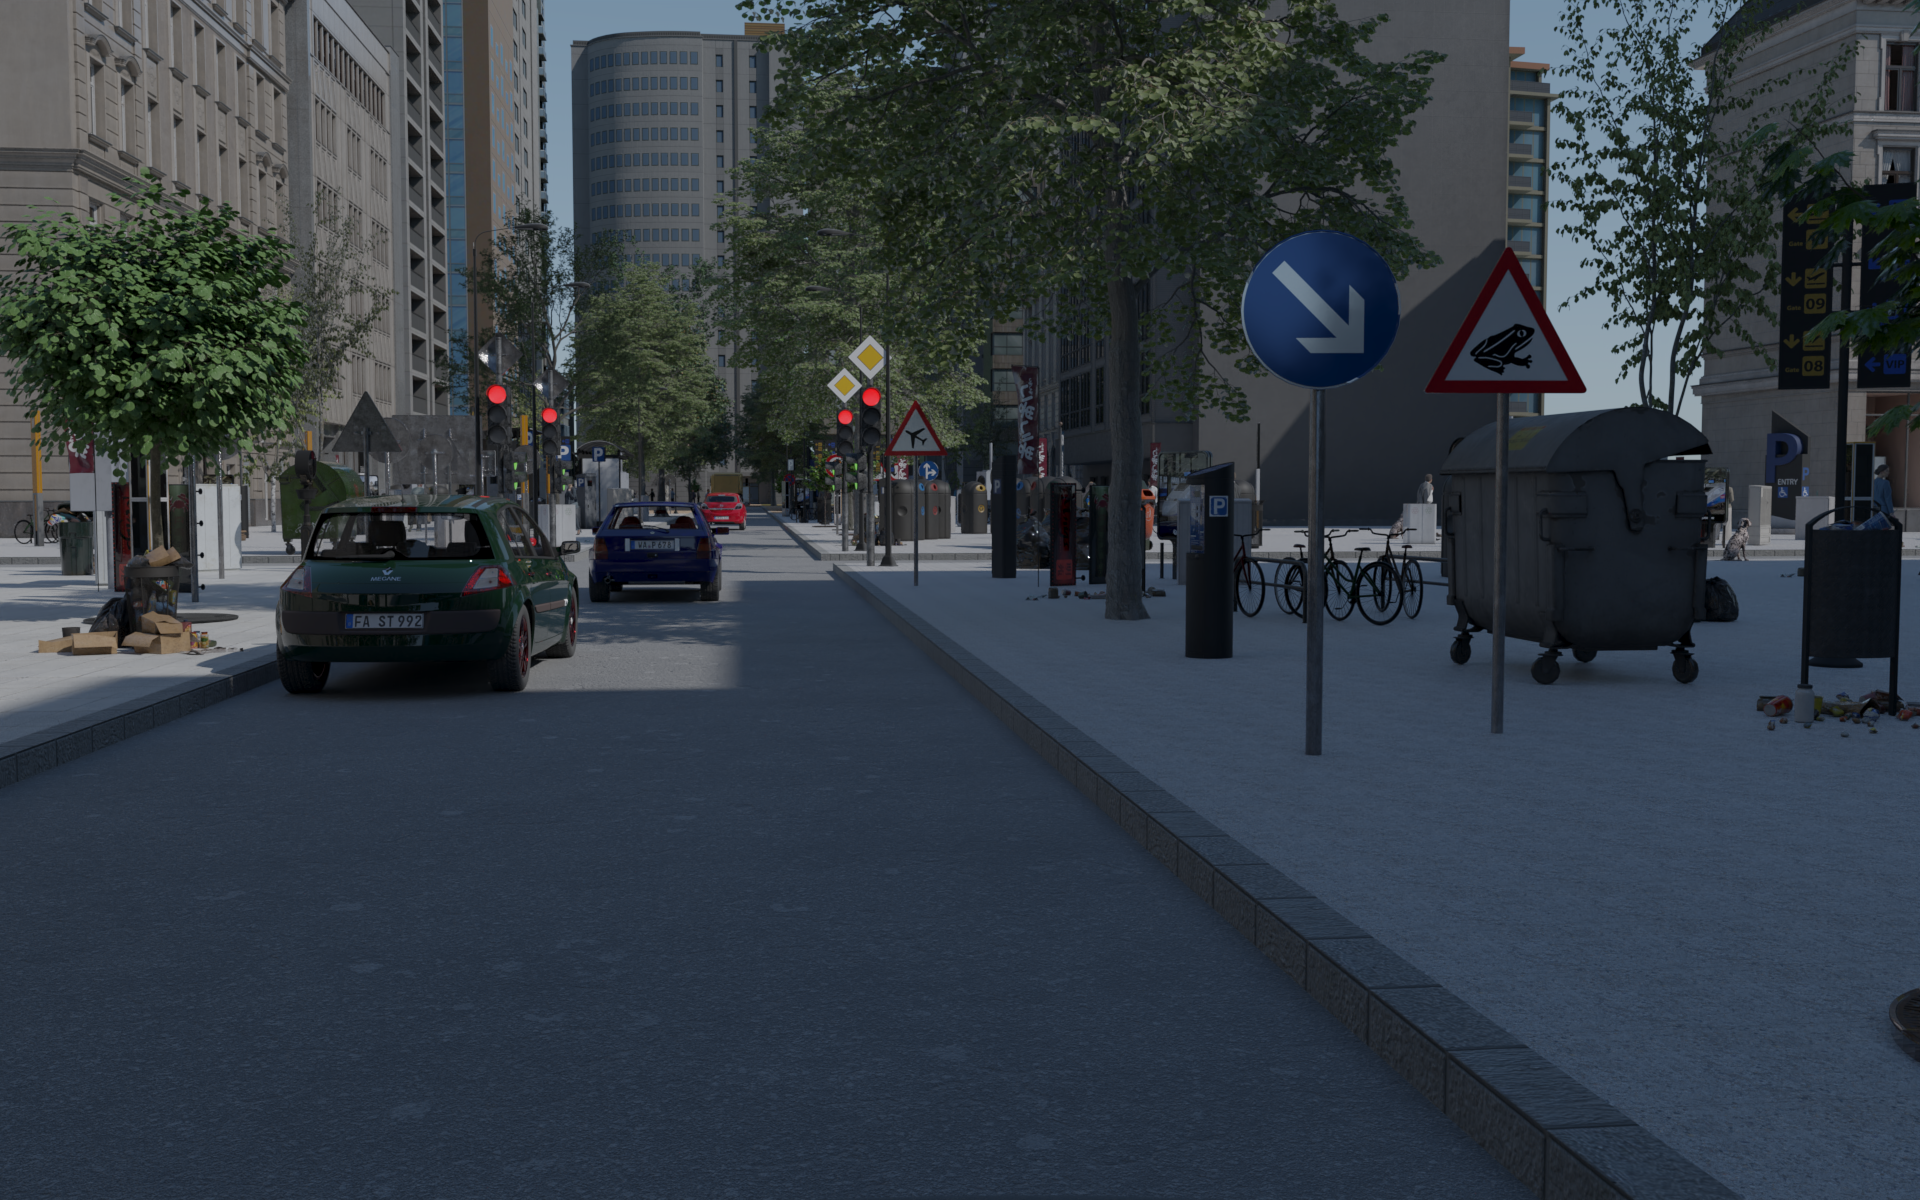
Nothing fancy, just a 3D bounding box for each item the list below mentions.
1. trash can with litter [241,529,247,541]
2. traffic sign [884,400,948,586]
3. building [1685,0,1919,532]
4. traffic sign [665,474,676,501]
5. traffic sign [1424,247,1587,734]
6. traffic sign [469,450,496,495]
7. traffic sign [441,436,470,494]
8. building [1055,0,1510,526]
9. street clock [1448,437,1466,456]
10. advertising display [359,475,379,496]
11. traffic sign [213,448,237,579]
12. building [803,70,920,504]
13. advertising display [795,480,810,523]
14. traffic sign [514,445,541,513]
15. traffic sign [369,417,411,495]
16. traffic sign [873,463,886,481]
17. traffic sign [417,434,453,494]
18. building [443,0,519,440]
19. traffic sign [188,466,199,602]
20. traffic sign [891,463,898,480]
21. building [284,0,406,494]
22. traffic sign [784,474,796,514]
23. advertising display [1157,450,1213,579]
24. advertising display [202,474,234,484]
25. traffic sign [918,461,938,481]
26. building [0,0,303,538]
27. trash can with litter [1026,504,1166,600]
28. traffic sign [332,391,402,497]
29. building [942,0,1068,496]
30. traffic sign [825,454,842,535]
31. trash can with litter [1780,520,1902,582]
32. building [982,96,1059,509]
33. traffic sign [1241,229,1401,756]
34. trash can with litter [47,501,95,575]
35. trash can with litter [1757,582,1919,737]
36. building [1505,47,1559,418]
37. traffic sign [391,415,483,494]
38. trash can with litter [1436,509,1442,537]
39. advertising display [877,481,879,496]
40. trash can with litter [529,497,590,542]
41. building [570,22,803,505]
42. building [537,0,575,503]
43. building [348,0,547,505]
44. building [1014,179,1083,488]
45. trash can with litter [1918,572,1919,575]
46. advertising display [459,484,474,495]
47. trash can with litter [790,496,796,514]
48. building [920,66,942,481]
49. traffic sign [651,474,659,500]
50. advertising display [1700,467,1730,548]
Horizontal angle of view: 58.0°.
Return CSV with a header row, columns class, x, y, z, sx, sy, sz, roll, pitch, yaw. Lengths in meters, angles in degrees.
class,x,y,z,sx,sy,sz,roll,pitch,yaw
trash can with litter,-19.873,-2.189,47.170,0.624,1.170,1.055,0,4,-1
traffic sign,-0.615,-1.475,24.115,0.884,2.594,0.081,0,4,-2
building,29.991,-12.869,61.318,40.483,20.767,10.553,0,4,-7
traffic sign,-18.575,-6.782,110.993,0.768,2.556,0.104,0,4,-4
traffic sign,2.882,-0.564,9.222,0.884,2.594,0.081,0,4,-5
traffic sign,-11.197,-2.355,40.627,0.606,2.300,0.079,0,4,-3
traffic sign,-11.488,-2.385,38.999,0.884,2.594,0.081,0,4,-3
building,13.394,-17.524,80.023,14.314,27.812,24.014,0,4,-7
street clock,6.481,-1.076,22.159,0.358,2.002,0.471,-2,4,-26
advertising display,-20.042,-3.242,58.223,0.974,1.923,0.123,-2,4,-33
traffic sign,-11.170,-1.591,26.127,0.768,2.556,0.104,0,4,-6
building,-6.318,-38.908,225.376,27.495,52.752,28.713,0,4,-7
advertising display,-7.092,-4.444,77.873,0.123,1.923,0.974,2,4,32
traffic sign,-11.213,-2.732,44.773,0.768,2.556,0.104,0,4,2
traffic sign,-9.494,-1.752,28.743,0.768,2.556,0.104,0,4,-3
traffic sign,-3.183,-4.232,69.204,0.884,2.594,0.081,0,4,-5
traffic sign,-11.148,-2.244,36.800,0.768,2.556,0.104,0,4,2
building,-43.081,-29.773,136.907,14.600,45.320,14.200,0,4,-7
traffic sign,-9.068,-1.245,20.460,0.768,2.556,0.104,0,4,-4
traffic sign,-2.551,-4.292,70.276,0.768,2.556,0.104,0,4,-3
building,-34.921,-16.224,83.281,12.078,24.808,19.932,0,4,-7
traffic sign,-10.690,-6.647,108.776,0.768,2.556,0.104,0,4,-1
advertising display,3.358,-1.267,25.934,0.123,1.923,0.974,-3,5,-43
advertising display,-24.069,-3.122,56.258,0.974,1.923,0.123,0,4,-4
traffic sign,-1.211,-4.065,66.564,0.768,2.556,0.104,0,4,-1
building,-32.536,-16.122,60.850,12.463,27.353,25.104,0,4,-7
trash can with litter,1.694,-0.644,21.589,2.233,1.210,1.678,-2,4,-27
traffic sign,-7.503,-1.341,21.925,0.884,2.594,0.081,0,4,-1
building,8.936,-37.132,149.108,21.231,58.520,28.212,0,4,-7
traffic sign,-3.885,-3.344,54.788,0.768,2.556,0.104,0,4,-2
trash can with litter,13.731,-0.982,27.106,2.233,1.210,1.678,-1,4,-10
building,8.415,-21.819,128.435,14.160,30.474,14.107,0,4,-7
traffic sign,1.743,-0.511,8.456,0.768,2.556,0.104,0,4,3
trash can with litter,-14.052,-0.988,27.538,0.624,1.170,1.055,-1,4,-16
trash can with litter,5.528,0.073,9.868,2.233,1.210,1.678,0,4,3
building,43.192,-31.540,170.301,28.867,44.769,22.147,0,4,-7
traffic sign,-13.457,-3.105,44.639,2.265,3.308,0.079,0,4,-7
trash can with litter,14.773,-2.529,52.400,1.678,1.210,2.233,1,4,11
advertising display,-5.146,-6.126,105.373,0.974,1.923,0.123,1,4,13
trash can with litter,-11.033,-2.160,46.377,2.233,1.210,1.678,1,4,16
building,-34.206,-41.435,219.465,28.212,58.520,21.231,0,4,-7
building,-64.371,-55.151,214.389,31.000,86.520,22.319,0,4,-7
building,-50.283,-44.112,159.477,20.611,71.187,20.563,0,4,-7
building,11.408,-16.045,104.131,13.314,21.916,24.055,0,4,-7
trash can with litter,14.607,-0.862,25.485,0.624,1.170,1.055,-1,4,-17
advertising display,-25.780,-5.225,90.641,0.974,1.923,0.123,1,4,21
trash can with litter,-10.954,-6.117,111.407,1.055,1.170,0.624,0,4,6
building,2.849,-29.759,170.156,14.154,41.232,14.086,0,4,-7
traffic sign,-19.616,-6.874,112.387,0.884,2.594,0.081,0,4,-1
advertising display,17.860,-2.210,41.348,0.123,1.923,0.974,-3,4,-37
